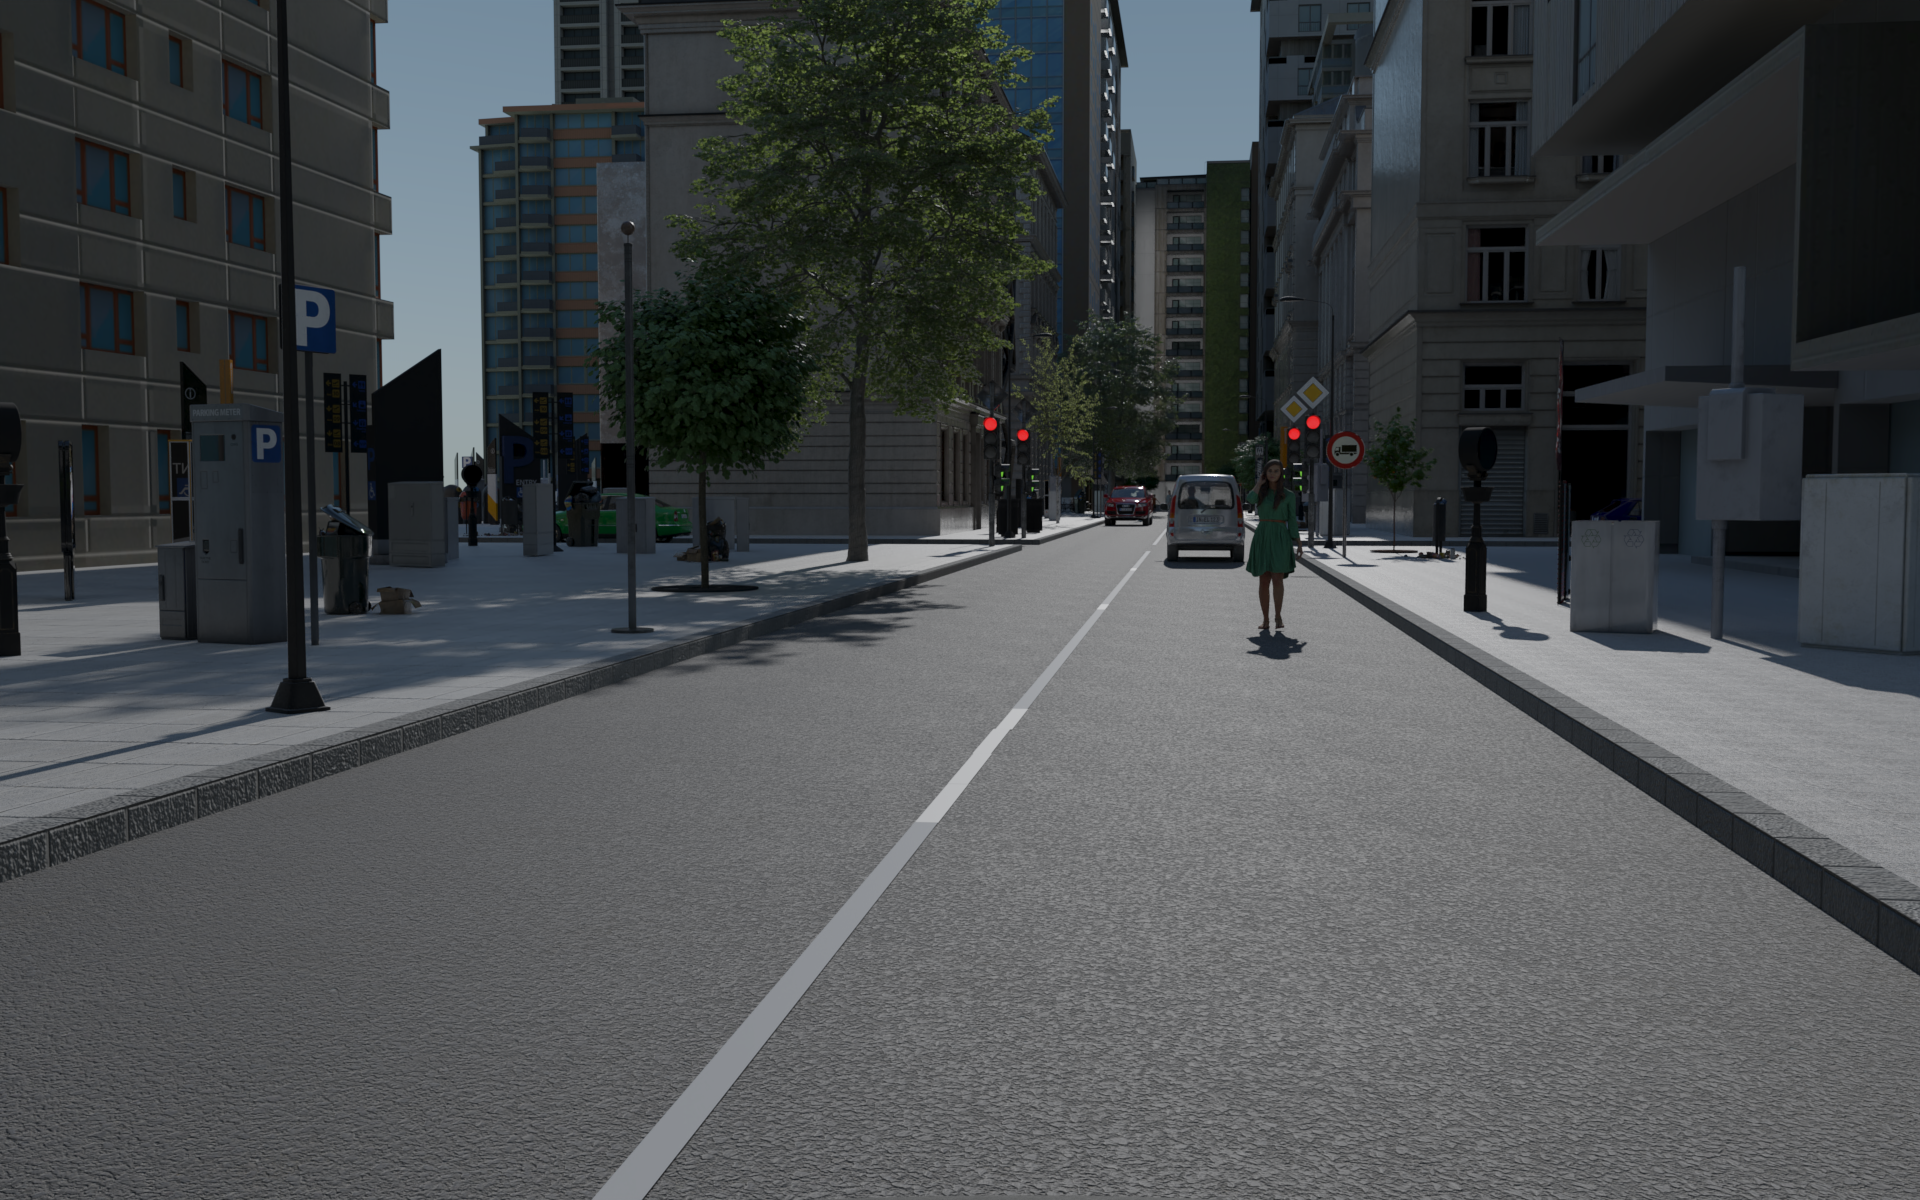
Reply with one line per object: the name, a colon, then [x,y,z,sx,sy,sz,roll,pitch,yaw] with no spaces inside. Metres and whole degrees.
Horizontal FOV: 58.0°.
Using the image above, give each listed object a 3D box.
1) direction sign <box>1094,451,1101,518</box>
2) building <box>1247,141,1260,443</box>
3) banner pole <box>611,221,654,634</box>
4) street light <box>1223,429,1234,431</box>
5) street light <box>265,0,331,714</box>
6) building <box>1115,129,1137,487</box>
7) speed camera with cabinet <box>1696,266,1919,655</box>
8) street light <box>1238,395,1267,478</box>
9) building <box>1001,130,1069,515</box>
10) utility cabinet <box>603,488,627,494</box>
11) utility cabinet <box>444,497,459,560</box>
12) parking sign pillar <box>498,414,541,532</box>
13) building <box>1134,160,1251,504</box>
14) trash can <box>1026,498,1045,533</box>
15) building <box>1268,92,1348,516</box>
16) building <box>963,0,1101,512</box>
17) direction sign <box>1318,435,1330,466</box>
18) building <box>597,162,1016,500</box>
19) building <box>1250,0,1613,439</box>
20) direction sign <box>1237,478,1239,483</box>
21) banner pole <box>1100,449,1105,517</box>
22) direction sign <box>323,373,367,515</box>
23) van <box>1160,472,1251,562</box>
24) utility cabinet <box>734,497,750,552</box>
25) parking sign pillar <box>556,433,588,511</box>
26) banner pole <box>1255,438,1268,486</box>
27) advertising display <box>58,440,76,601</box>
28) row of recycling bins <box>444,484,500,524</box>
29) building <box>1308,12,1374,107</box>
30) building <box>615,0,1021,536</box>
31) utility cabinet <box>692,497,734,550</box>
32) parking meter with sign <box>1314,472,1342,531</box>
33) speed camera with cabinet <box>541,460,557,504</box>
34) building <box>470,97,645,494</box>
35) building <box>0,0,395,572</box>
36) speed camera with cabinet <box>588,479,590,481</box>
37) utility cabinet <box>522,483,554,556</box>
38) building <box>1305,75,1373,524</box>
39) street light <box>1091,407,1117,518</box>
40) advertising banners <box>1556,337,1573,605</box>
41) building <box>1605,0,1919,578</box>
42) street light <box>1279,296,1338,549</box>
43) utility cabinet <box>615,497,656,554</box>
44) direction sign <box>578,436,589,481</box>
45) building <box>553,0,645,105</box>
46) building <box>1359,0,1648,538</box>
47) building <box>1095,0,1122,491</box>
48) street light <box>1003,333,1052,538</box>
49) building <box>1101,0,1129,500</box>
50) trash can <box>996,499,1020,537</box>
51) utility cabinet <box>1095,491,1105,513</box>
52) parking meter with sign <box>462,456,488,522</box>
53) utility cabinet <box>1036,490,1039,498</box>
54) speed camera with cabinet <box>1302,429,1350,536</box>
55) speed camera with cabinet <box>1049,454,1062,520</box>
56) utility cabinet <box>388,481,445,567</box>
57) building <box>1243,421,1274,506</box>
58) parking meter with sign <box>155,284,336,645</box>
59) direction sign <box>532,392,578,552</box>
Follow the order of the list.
direction sign: [7.249,-6.077,91.353,0.379,3.537,0.876,-1,4,-20]
building: [42.840,-34.482,213.896,14.200,45.320,14.600,0,4,8]
banner pole: [-3.087,-1.603,16.227,0.401,3.779,0.863,-1,4,-10]
street light: [19.456,-9.250,123.785,1.470,5.913,1.316,0,4,8]
street light: [-3.387,-2.291,10.003,1.470,5.913,1.316,0,4,8]
building: [11.536,-36.530,220.966,21.600,48.544,21.300,0,4,8]
speed camera with cabinet: [7.267,-1.242,14.643,0.660,3.252,2.038,-2,4,-27]
street light: [13.823,-6.662,81.457,1.470,5.913,1.316,0,4,8]
building: [0.250,-16.820,103.891,11.050,23.489,19.941,0,4,8]
utility cabinet: [-12.229,-3.264,62.047,1.173,1.500,0.318,2,4,27]
utility cabinet: [-10.118,-1.401,34.064,0.306,1.237,1.020,0,4,-4]
parking sign pillar: [-14.772,-4.261,58.141,1.447,3.967,1.447,-2,4,-27]
building: [28.769,-32.533,215.501,14.086,41.232,14.154,0,4,8]
trash can: [2.442,-2.807,57.545,0.748,1.137,0.748,0,3,0]
building: [26.210,-19.110,109.708,12.463,27.353,25.104,0,4,8]
building: [3.418,-29.507,132.557,14.600,45.320,14.200,0,4,8]
direction sign: [13.879,-4.530,66.068,0.379,3.537,0.876,3,5,42]
building: [-5.954,-13.045,80.730,16.820,18.784,16.811,0,4,8]
building: [41.548,-34.913,160.066,28.713,52.752,27.495,0,4,8]
direction sign: [19.064,-7.753,118.757,0.379,3.537,0.876,1,4,12]
banner pole: [7.916,-6.504,96.353,0.401,3.779,0.863,1,4,21]
direction sign: [-11.564,-2.488,32.677,0.379,3.537,0.876,3,5,39]
van: [5.392,-1.900,38.083,2.013,2.044,4.112,0,4,8]
utility cabinet: [-4.888,-1.704,39.029,0.306,1.237,1.020,0,4,-7]
parking sign pillar: [-16.978,-5.341,75.804,1.447,3.967,1.447,-1,4,-22]
banner pole: [13.389,-5.302,76.711,0.863,3.779,0.401,-2,4,-25]
advertising display: [-10.880,-0.973,21.120,0.123,1.923,0.974,-2,4,-25]
row of recycling bins: [-20.599,-4.128,74.599,3.534,1.692,1.069,-3,4,-38]
building: [40.152,-27.084,134.706,32.217,40.220,23.993,0,4,8]
building: [-4.047,-12.089,62.281,10.561,19.102,19.286,0,4,8]
utility cabinet: [-5.654,-1.746,39.714,0.306,1.237,1.020,3,5,44]
parking meter with sign: [13.113,-3.975,61.247,1.738,3.016,0.543,-3,4,-37]
speed camera with cabinet: [-23.659,-6.527,101.044,2.038,3.252,0.660,-3,4,-36]
building: [-37.977,-33.007,194.291,28.867,44.769,22.147,0,4,8]
building: [-29.827,-11.295,29.719,28.899,21.520,27.650,0,4,8]
speed camera with cabinet: [-23.012,-6.643,102.941,2.038,3.252,0.660,2,4,25]
utility cabinet: [-8.778,-1.671,35.994,0.318,1.500,1.173,0,4,3]
building: [24.399,-14.883,85.139,13.314,21.916,24.055,0,4,8]
street light: [7.678,-7.332,92.411,1.470,5.913,1.316,0,4,8]
advertising banners: [7.086,-1.477,20.331,0.090,3.025,2.074,2,4,23]
building: [24.035,-26.482,22.212,28.713,52.752,27.495,0,4,8]
street light: [8.206,-4.175,40.806,1.470,5.913,1.316,0,4,8]
utility cabinet: [-7.030,-1.612,37.519,1.020,1.237,0.306,3,5,41]
direction sign: [-14.965,-4.640,67.854,0.876,3.537,0.379,-1,4,-19]
building: [-40.208,-48.276,227.571,20.611,71.187,20.563,0,4,8]
building: [28.544,-13.624,56.034,30.059,22.955,16.112,0,4,8]
building: [2.336,-32.759,155.221,23.786,49.044,30.456,0,4,8]
street light: [1.969,-4.749,50.192,1.470,5.913,1.316,0,4,8]
building: [3.598,-36.491,185.868,27.495,52.752,28.713,0,4,8]
trash can: [1.453,-2.476,52.138,0.748,1.137,0.748,0,3,0]
utility cabinet: [9.442,-6.581,116.283,0.318,1.500,1.173,-1,4,-22]
parking meter with sign: [-22.517,-5.175,80.871,0.543,3.016,1.738,1,4,17]
utility cabinet: [3.579,-4.941,89.466,0.318,1.500,1.173,3,5,40]
speed camera with cabinet: [11.246,-3.597,53.151,0.660,3.252,2.038,3,5,41]
speed camera with cabinet: [4.675,-5.544,84.979,0.660,3.252,2.038,0,4,5]
utility cabinet: [-9.542,-1.327,30.368,1.173,1.500,0.318,2,4,35]
building: [40.612,-45.603,183.858,20.563,71.187,20.611,0,4,8]
parking meter with sign: [-6.224,-1.144,14.959,1.738,3.016,0.543,2,4,25]
direction sign: [-9.035,-2.846,38.527,0.876,3.537,0.379,-1,4,-15]
